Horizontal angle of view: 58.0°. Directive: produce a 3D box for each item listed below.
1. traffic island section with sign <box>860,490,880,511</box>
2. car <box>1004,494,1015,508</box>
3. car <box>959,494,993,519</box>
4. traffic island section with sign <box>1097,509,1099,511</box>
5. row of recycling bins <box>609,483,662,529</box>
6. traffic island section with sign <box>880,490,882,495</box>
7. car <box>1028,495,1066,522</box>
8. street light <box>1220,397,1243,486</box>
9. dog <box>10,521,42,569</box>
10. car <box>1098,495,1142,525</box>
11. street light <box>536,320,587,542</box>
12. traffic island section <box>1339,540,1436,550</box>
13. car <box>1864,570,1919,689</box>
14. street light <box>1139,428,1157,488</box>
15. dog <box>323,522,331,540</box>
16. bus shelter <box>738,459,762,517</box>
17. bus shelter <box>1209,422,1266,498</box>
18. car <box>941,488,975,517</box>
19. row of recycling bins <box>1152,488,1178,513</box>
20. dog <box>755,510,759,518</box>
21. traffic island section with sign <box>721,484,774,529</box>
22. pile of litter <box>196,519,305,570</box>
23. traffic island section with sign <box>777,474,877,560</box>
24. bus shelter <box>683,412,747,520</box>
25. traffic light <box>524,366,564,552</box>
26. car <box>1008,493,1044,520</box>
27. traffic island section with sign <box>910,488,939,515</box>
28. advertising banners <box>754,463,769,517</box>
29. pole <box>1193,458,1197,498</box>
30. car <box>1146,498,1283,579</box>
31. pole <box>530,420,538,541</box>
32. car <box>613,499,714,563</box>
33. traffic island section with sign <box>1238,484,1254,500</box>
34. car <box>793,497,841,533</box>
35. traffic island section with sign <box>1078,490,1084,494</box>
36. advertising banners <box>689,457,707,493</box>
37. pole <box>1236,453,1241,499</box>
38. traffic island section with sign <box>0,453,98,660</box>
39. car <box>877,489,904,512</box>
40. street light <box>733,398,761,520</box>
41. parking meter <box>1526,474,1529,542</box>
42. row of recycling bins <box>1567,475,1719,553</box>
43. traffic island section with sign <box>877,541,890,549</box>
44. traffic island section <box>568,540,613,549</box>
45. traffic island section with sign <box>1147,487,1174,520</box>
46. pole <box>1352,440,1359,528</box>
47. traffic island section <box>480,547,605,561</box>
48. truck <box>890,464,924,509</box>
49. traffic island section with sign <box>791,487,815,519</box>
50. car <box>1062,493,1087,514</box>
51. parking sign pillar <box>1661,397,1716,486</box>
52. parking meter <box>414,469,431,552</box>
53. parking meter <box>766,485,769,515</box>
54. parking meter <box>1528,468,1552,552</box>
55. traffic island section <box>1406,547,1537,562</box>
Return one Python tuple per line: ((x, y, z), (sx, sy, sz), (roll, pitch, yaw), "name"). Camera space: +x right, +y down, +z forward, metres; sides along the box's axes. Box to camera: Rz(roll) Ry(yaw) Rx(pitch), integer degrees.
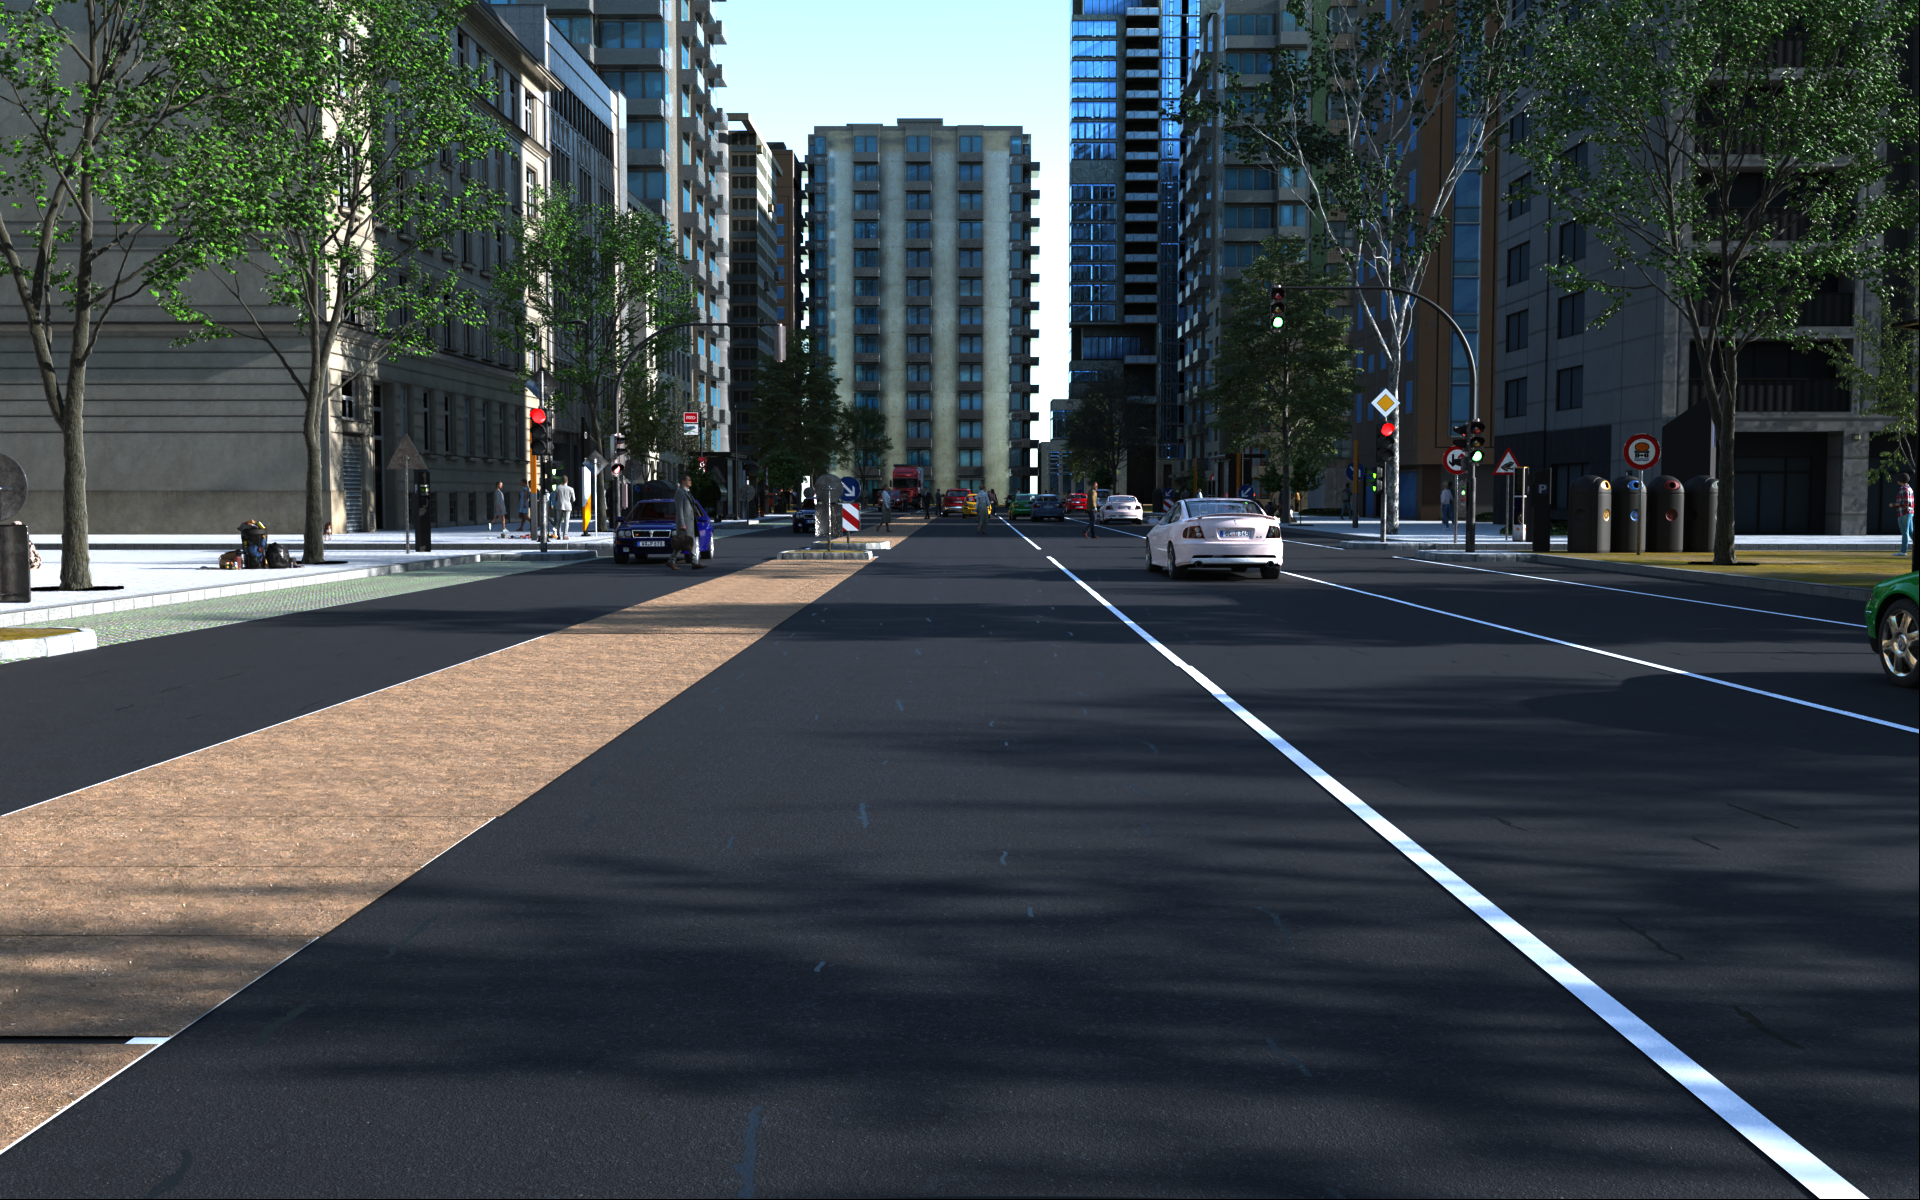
((-8.185, -8.585, 148.997), (1.989, 1.847, 2.006), (0, 4, 0), "traffic island section with sign")
((5.643, -10.475, 181.050), (2.009, 1.686, 4.222), (0, 4, -1), "car")
((0.973, -5.646, 102.538), (2.015, 1.641, 3.980), (0, 4, 0), "car")
((11.925, -8.524, 148.001), (1.989, 1.847, 2.006), (0, 4, 0), "traffic island section with sign")
((-12.355, -3.593, 65.853), (1.069, 1.692, 3.534), (1, 4, 15), "row of recycling bins")
((-8.020, -10.235, 175.962), (1.989, 1.847, 2.006), (0, 4, 0), "traffic island section with sign")
((4.591, -4.843, 91.187), (2.014, 1.417, 4.499), (0, 4, 2), "car")
((12.941, -6.741, 82.757), (1.470, 5.913, 1.316), (0, 4, 0), "street light")
((-16.011, -0.933, 29.630), (0.513, 0.831, 0.800), (-2, 4, -28), "dog")
((7.640, -4.285, 82.420), (2.083, 1.381, 4.827), (0, 4, 1), "car")
((-10.646, -4.513, 46.324), (1.470, 5.913, 1.316), (0, 4, 0), "street light")
((11.283, -1.457, 46.099), (2.009, 0.180, 2.903), (0, 4, 0), "traffic island section")
((7.848, -0.160, 11.418), (1.959, 1.807, 4.718), (0, 4, -1), "car")
((13.190, -9.087, 121.121), (1.470, 5.913, 1.316), (0, 4, 0), "street light")
((-17.557, -1.911, 48.069), (0.540, 0.507, 0.406), (2, 4, 24), "dog")
((-12.582, -6.399, 98.550), (2.014, 3.302, 5.546), (0, 4, 1), "bus shelter")
((14.897, -7.149, 94.512), (2.179, 5.291, 8.768), (0, 4, 0), "bus shelter")
((-0.058, -6.102, 108.436), (2.281, 1.827, 5.304), (0, 4, 1), "car")
((14.736, -6.833, 118.832), (3.534, 1.692, 1.069), (3, 4, 39), "row of recycling bins")
((-11.051, -4.610, 93.107), (0.550, 0.427, 0.748), (3, 5, 43), "dog")
((-8.679, -3.807, 70.878), (1.989, 1.847, 2.006), (0, 4, 0), "traffic island section with sign")
((-12.253, -0.973, 29.878), (1.719, 0.858, 1.176), (-1, 4, -15), "pile of litter")
((-2.966, -1.853, 38.441), (2.006, 1.907, 1.989), (0, 4, 0), "traffic island section with sign")
((-12.380, -6.702, 87.217), (2.179, 5.291, 8.768), (0, 4, 1), "bus shelter")
((-9.168, -3.009, 38.111), (0.839, 4.253, 0.868), (0, 4, 0), "traffic light")
((3.675, -5.347, 96.212), (1.959, 1.807, 4.718), (0, 4, -2), "car")
((-2.451, -6.902, 120.985), (2.006, 1.907, 1.989), (0, 4, 0), "traffic island section with sign")
((-11.054, -6.140, 96.576), (0.090, 3.025, 2.074), (1, 4, 17), "advertising banners")
((13.248, -6.344, 97.563), (0.158, 3.312, 0.155), (0, 3, 0), "pole")
((4.425, -1.113, 30.560), (2.083, 1.381, 4.827), (0, 4, -2), "car")
((-11.750, -3.295, 47.723), (0.158, 3.312, 0.155), (0, 3, 0), "pole")
((-6.300, -1.493, 36.997), (1.945, 1.354, 3.894), (0, 4, -1), "car")
((11.445, -3.796, 70.697), (1.989, 1.847, 2.006), (0, 4, 0), "traffic island section with sign")
((-5.264, -3.219, 65.206), (1.945, 1.354, 3.894), (0, 4, 2), "car")
((12.086, -10.202, 175.436), (1.989, 1.847, 2.006), (0, 4, 0), "traffic island section with sign")
((-12.726, -5.188, 81.012), (2.074, 3.025, 0.090), (-3, 4, -36), "advertising banners")
((13.675, -5.579, 85.063), (0.158, 3.312, 0.155), (0, 3, 0), "pole")
((-9.024, -0.428, 15.624), (1.989, 1.847, 2.006), (0, 4, 0), "traffic island section with sign")
((-5.714, -8.271, 143.902), (2.281, 1.827, 5.304), (0, 4, 1), "car")
((-10.355, -6.833, 84.268), (1.470, 5.913, 1.316), (0, 4, 0), "street light")
((15.272, -2.475, 46.176), (0.255, 1.863, 0.399), (0, 4, 4), "parking meter")
((15.104, -1.901, 38.198), (3.534, 1.692, 1.069), (-1, 4, -9), "row of recycling bins")
((-2.910, -2.307, 45.848), (2.006, 1.907, 1.989), (0, 4, 0), "traffic island section with sign")
((-9.158, -1.465, 46.231), (2.009, 0.180, 2.903), (0, 4, 0), "traffic island section")
((11.609, -5.468, 98.026), (1.989, 1.847, 2.006), (0, 4, 0), "traffic island section with sign")
((14.980, -4.385, 65.539), (0.158, 3.312, 0.155), (0, 3, 0), "pole")
((-9.208, -0.976, 38.246), (2.009, 0.180, 2.903), (0, 4, 0), "traffic island section")
((-4.961, -10.770, 164.998), (2.839, 4.237, 11.283), (0, 4, 2), "truck")
((-8.509, -5.466, 98.002), (1.989, 1.847, 2.006), (0, 4, 0), "traffic island section with sign")
((8.537, -7.176, 126.373), (2.155, 1.783, 4.494), (0, 4, -1), "car")
((19.623, -3.559, 46.667), (1.447, 3.967, 1.447), (3, 5, 42), "parking sign pillar")
((-11.939, -2.004, 38.469), (0.255, 1.863, 0.399), (-2, 4, -35), "parking meter")
((-12.009, -6.232, 107.610), (0.255, 1.863, 0.399), (0, 4, -8), "parking meter")
((12.948, -2.012, 38.600), (0.399, 1.863, 0.255), (1, 4, 13), "parking meter")
((11.233, -0.968, 38.114), (2.009, 0.180, 2.903), (0, 4, 0), "traffic island section")
